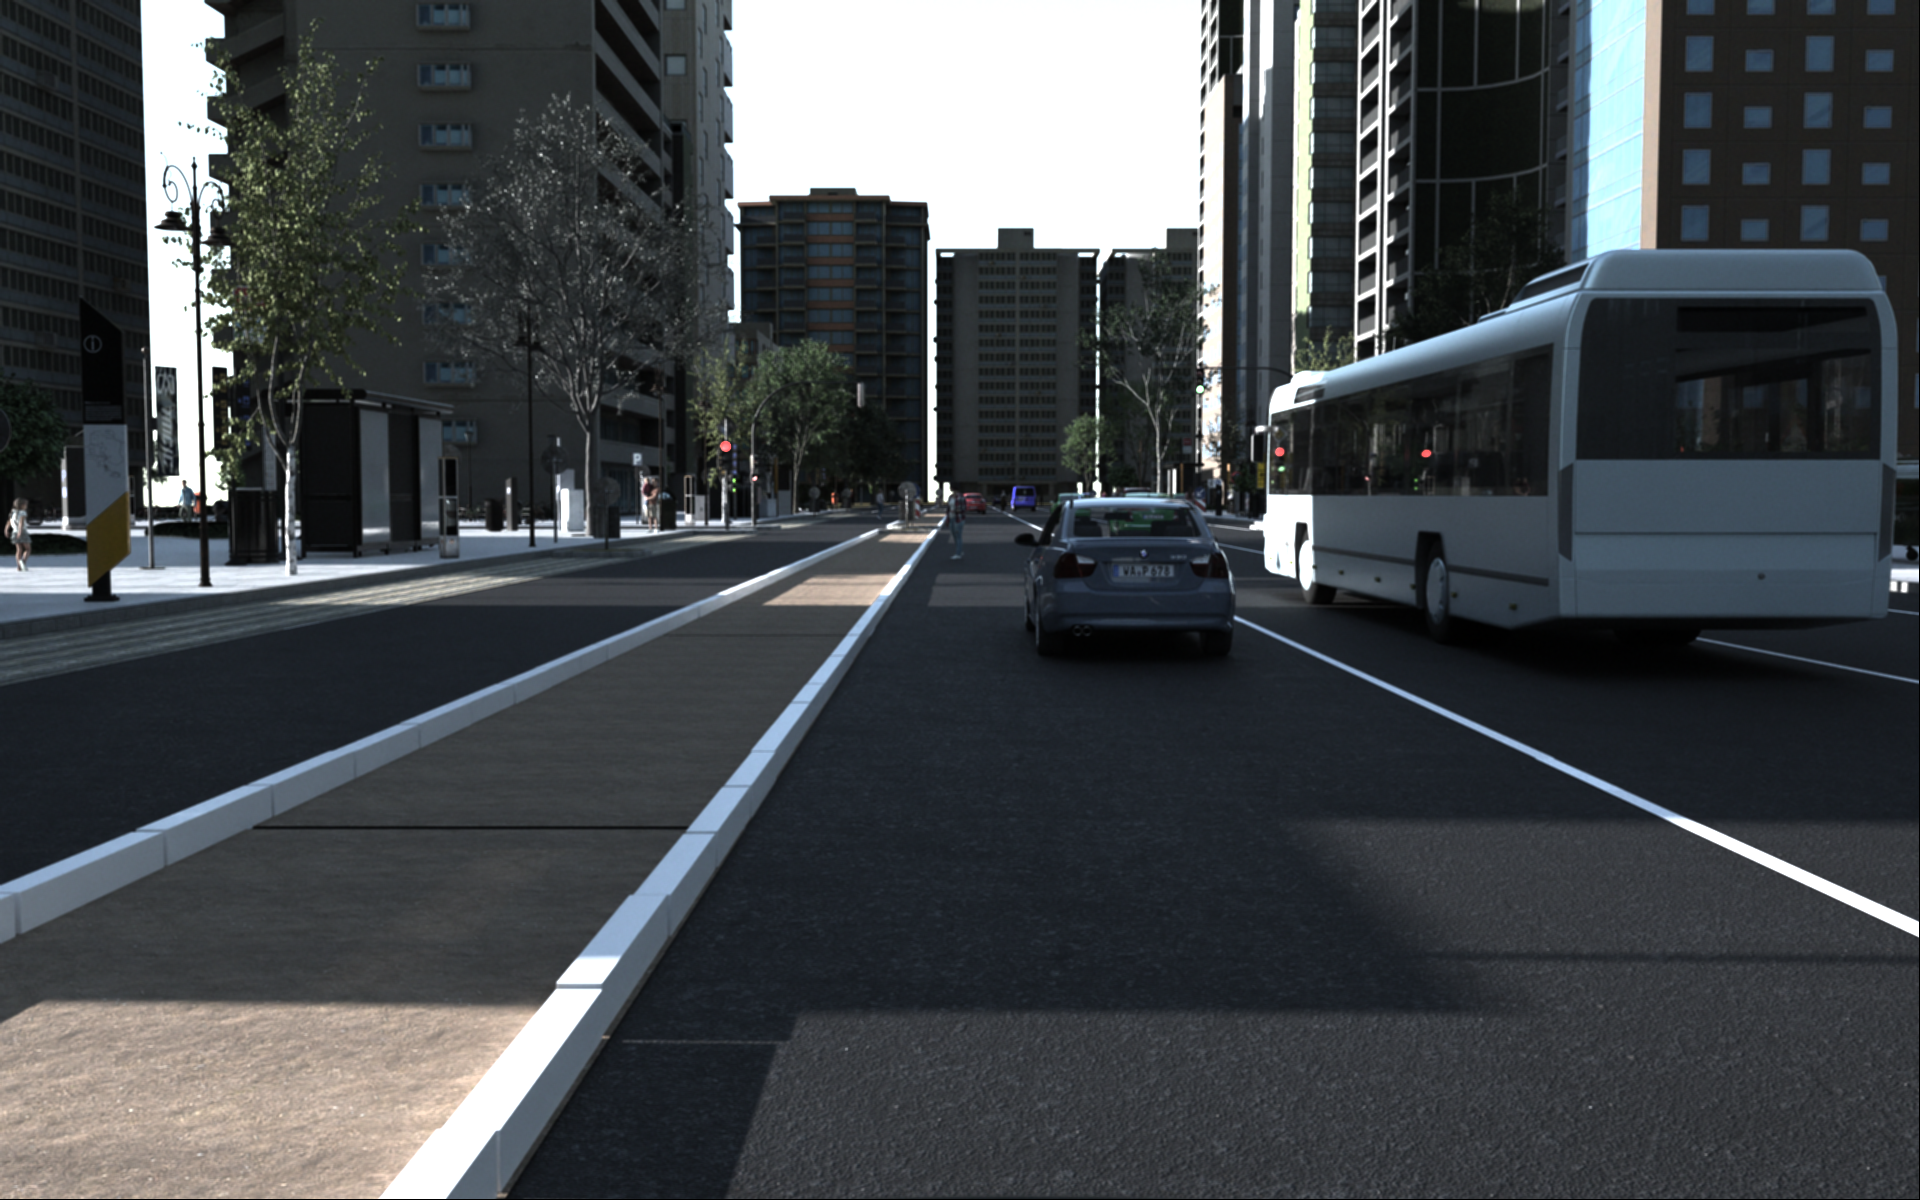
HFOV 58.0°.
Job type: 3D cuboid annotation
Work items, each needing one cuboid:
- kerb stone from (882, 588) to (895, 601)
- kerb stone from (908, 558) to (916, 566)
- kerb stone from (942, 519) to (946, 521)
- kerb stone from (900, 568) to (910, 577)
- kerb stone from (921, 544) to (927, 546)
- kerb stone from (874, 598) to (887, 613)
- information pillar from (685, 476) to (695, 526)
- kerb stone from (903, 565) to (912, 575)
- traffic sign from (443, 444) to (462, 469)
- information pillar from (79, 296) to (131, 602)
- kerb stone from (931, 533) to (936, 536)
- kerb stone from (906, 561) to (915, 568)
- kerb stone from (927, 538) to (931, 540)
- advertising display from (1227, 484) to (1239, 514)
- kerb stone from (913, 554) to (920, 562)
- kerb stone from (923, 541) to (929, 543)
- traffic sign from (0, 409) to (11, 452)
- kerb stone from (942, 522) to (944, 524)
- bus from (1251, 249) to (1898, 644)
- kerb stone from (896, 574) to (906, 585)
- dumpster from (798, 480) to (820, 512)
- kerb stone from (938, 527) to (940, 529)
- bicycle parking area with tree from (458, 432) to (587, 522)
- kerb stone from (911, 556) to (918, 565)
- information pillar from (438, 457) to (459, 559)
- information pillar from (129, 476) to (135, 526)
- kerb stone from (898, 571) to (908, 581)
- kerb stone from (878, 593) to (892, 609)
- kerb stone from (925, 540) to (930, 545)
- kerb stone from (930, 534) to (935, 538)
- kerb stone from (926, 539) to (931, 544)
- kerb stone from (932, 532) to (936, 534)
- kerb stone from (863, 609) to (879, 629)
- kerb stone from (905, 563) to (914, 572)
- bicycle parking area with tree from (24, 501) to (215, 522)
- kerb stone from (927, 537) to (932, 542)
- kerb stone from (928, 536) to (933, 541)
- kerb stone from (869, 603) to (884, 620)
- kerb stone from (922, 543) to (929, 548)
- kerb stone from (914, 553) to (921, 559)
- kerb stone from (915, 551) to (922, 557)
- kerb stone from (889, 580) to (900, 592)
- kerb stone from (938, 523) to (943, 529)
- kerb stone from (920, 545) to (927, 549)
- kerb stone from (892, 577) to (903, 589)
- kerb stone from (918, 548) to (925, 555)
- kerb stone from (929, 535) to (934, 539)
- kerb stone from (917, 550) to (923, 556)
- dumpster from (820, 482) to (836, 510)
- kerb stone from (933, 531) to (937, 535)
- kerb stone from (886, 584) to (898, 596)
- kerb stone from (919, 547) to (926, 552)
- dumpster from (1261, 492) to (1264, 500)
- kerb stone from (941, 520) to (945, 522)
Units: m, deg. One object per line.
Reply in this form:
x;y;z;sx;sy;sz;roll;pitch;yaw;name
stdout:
-0.960;-0.015;22.478;0.120;0.150;1.000;0;3;0;kerb stone
-0.945;-0.644;32.732;0.120;0.150;1.000;0;3;0;kerb stone
-0.852;-3.560;80.438;0.120;0.150;1.000;0;3;0;kerb stone
-0.943;-0.390;28.633;0.120;0.150;1.000;0;3;0;kerb stone
-0.922;-1.206;41.970;0.120;0.150;1.000;0;3;0;kerb stone
-0.967;0.114;20.423;0.120;0.150;1.000;0;3;0;kerb stone
-11.012;-4.046;70.646;0.304;2.012;0.304;1;4;21;information pillar
-0.945;-0.452;29.655;0.120;0.150;1.000;0;3;0;kerb stone
-13.087;-2.696;44.187;0.768;2.556;0.104;0;4;7;traffic sign
-10.198;-1.792;20.648;0.504;3.616;0.183;0;4;-6;information pillar
-0.898;-1.895;53.238;0.120;0.150;1.000;0;3;0;kerb stone
-0.939;-0.582;31.707;0.120;0.150;1.000;0;3;0;kerb stone
-0.915;-1.521;47.089;0.120;0.150;1.000;0;3;0;kerb stone
17.420;-6.445;110.583;0.123;1.923;0.974;-2;4;-33;advertising display
-0.929;-0.771;34.801;0.120;0.150;1.000;0;3;0;kerb stone
-0.922;-1.335;44.016;0.120;0.150;1.000;0;3;0;kerb stone
-13.542;-1.463;24.027;0.768;2.556;0.104;0;4;1;traffic sign
-0.862;-3.123;73.262;0.120;0.150;1.000;0;3;0;kerb stone
5.744;-1.517;19.659;2.948;3.499;13.247;0;4;0;bus
-0.951;-0.260;26.578;0.120;0.150;1.000;0;3;0;kerb stone
-10.762;-7.211;120.394;1.502;2.255;1.985;0;3;0;dumpster
-0.881;-2.457;62.448;0.120;0.150;1.000;0;3;0;kerb stone
-21.416;-5.838;82.448;8.231;4.147;9.016;-3;5;-44;bicycle parking area with tree
-0.938;-0.708;33.767;0.120;0.150;1.000;0;3;0;kerb stone
-10.214;-1.841;34.589;0.304;2.012;0.304;-3;4;-37;information pillar
-33.738;-4.026;70.313;0.304;2.012;0.304;1;4;13;information pillar
-0.947;-0.330;27.604;0.120;0.150;1.000;0;3;0;kerb stone
-0.959;0.046;21.444;0.120;0.150;1.000;0;3;0;kerb stone
-0.918;-1.397;45.039;0.120;0.150;1.000;0;3;0;kerb stone
-0.903;-1.836;52.212;0.120;0.150;1.000;0;3;0;kerb stone
-0.918;-1.460;46.064;0.120;0.150;1.000;0;3;0;kerb stone
-0.901;-1.961;54.260;0.120;0.150;1.000;0;3;0;kerb stone
-0.968;0.234;18.378;0.120;0.150;1.000;0;3;0;kerb stone
-0.940;-0.519;30.679;0.120;0.150;1.000;0;3;0;kerb stone
-40.886;-5.895;83.387;9.016;4.147;8.231;-2;4;-26;bicycle parking area with tree
-0.907;-1.585;48.112;0.120;0.150;1.000;0;3;0;kerb stone
-0.903;-1.647;49.139;0.120;0.150;1.000;0;3;0;kerb stone
-0.967;0.173;19.401;0.120;0.150;1.000;0;3;0;kerb stone
-0.913;-1.272;42.992;0.120;0.150;1.000;0;3;0;kerb stone
-0.932;-0.834;35.825;0.120;0.150;1.000;0;3;0;kerb stone
-0.933;-0.896;36.847;0.120;0.150;1.000;0;3;0;kerb stone
-0.958;-0.143;24.528;0.120;0.150;1.000;0;3;0;kerb stone
-0.862;-2.998;71.215;0.120;0.150;1.000;0;3;0;kerb stone
-0.915;-1.146;40.948;0.120;0.150;1.000;0;3;0;kerb stone
-0.957;-0.205;25.550;0.120;0.150;1.000;0;3;0;kerb stone
-0.925;-1.020;38.905;0.120;0.150;1.000;0;3;0;kerb stone
-0.902;-1.710;50.161;0.120;0.150;1.000;0;3;0;kerb stone
-0.930;-0.955;37.871;0.120;0.150;1.000;0;3;0;kerb stone
-10.920;-8.487;141.248;1.502;2.255;1.985;0;3;0;dumpster
-0.891;-2.024;55.282;0.120;0.150;1.000;0;3;0;kerb stone
-0.960;-0.079;23.500;0.120;0.150;1.000;0;3;0;kerb stone
-0.922;-1.076;39.927;0.120;0.150;1.000;0;3;0;kerb stone
17.057;-5.519;92.737;1.502;2.255;1.985;0;3;0;dumpster
-0.852;-3.374;77.360;0.120;0.150;1.000;0;3;0;kerb stone
